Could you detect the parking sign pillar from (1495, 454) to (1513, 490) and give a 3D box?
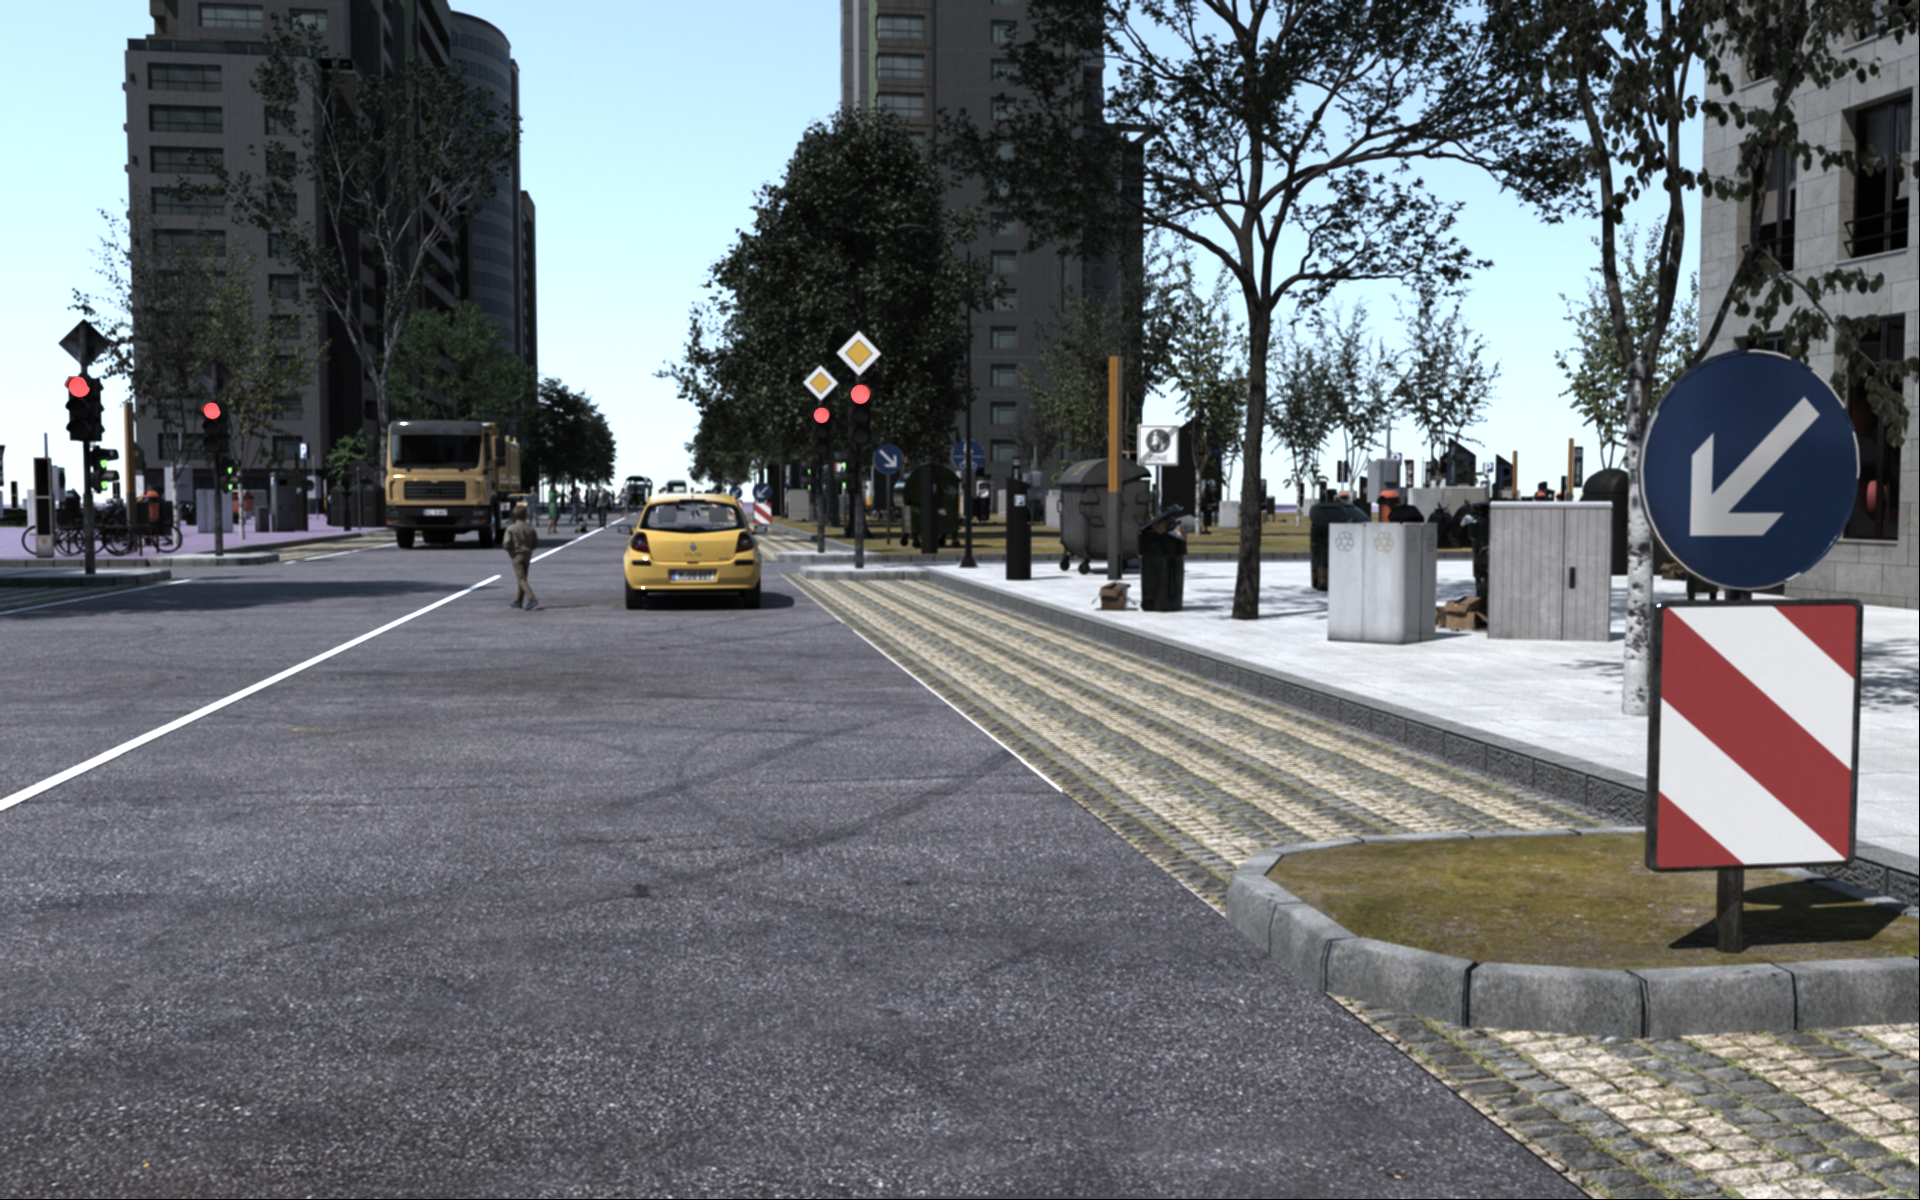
[{"bbox_3d":[36.465,-7.779,115.660,1.447,3.967,1.447,0,4,-1],"label":"parking sign pillar"}]

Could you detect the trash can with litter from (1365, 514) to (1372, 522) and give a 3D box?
[{"bbox_3d":[6.234,-0.934,26.654,0.624,1.170,1.055,-3,4,-39],"label":"trash can with litter"}]

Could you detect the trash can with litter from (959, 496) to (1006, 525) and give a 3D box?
[{"bbox_3d":[0.877,-3.705,71.635,2.233,1.210,1.678,3,4,39],"label":"trash can with litter"}]

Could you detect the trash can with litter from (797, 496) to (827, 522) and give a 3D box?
[{"bbox_3d":[-6.800,-4.281,81.054,2.233,1.210,1.678,-3,5,-39],"label":"trash can with litter"}]

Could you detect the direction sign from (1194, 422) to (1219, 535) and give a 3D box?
[{"bbox_3d":[7.825,-3.853,54.999,0.876,3.537,0.379,-2,4,-25],"label":"direction sign"}]

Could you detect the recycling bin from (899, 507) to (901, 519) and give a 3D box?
[{"bbox_3d":[-2.926,-4.808,91.160,0.722,1.027,0.722,0,4,-3],"label":"recycling bin"}]

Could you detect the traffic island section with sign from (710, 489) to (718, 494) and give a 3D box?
[{"bbox_3d":[-11.379,-4.787,86.902,1.989,1.847,2.006,-1,4,-9],"label":"traffic island section with sign"}]

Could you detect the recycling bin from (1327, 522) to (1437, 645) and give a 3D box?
[{"bbox_3d":[3.701,-0.160,15.175,0.722,1.027,0.722,3,5,39],"label":"recycling bin"}]

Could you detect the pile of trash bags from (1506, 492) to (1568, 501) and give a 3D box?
[{"bbox_3d":[24.599,-3.993,75.030,1.912,1.369,3.447,0,4,-3],"label":"pile of trash bags"}]

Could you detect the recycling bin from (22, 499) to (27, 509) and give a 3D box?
[{"bbox_3d":[-51.849,-5.137,96.549,0.722,1.027,0.722,-2,4,-26],"label":"recycling bin"}]

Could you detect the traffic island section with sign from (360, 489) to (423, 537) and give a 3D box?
[{"bbox_3d":[-19.032,-3.041,58.341,1.989,1.847,2.006,-1,4,-9],"label":"traffic island section with sign"}]

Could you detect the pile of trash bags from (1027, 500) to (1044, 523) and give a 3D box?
[{"bbox_3d":[3.975,-4.210,78.585,3.447,1.369,1.912,3,5,42],"label":"pile of trash bags"}]

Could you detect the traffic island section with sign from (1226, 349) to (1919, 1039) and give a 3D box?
[{"bbox_3d":[1.943,0.191,5.509,1.989,1.847,2.006,-1,4,-9],"label":"traffic island section with sign"}]

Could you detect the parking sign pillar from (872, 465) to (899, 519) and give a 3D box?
[{"bbox_3d":[-3.802,-6.163,89.242,1.447,3.967,1.447,-1,4,-12],"label":"parking sign pillar"}]

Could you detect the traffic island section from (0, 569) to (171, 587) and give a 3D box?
[{"bbox_3d":[-14.046,-0.346,27.938,2.009,0.180,2.903,-1,4,-9],"label":"traffic island section"}]

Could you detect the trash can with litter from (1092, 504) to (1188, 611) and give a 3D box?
[{"bbox_3d":[1.980,-0.468,19.046,1.055,1.170,0.624,1,4,12],"label":"trash can with litter"}]

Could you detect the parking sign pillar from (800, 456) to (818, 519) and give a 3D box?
[{"bbox_3d":[-7.621,-5.948,85.724,1.447,3.967,1.447,-1,4,-12],"label":"parking sign pillar"}]

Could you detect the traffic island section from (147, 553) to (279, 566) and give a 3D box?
[{"bbox_3d":[-15.336,-0.828,35.818,2.009,0.180,2.903,-1,4,-9],"label":"traffic island section"}]

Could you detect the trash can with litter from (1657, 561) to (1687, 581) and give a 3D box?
[{"bbox_3d":[10.770,-0.872,25.639,0.624,1.170,1.055,-1,4,-20],"label":"trash can with litter"}]

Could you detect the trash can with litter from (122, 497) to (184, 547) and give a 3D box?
[{"bbox_3d":[-20.071,-1.967,43.225,1.678,1.210,2.233,1,4,10],"label":"trash can with litter"}]

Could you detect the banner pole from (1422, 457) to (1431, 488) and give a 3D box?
[{"bbox_3d":[31.536,-7.778,117.186,0.863,3.779,0.401,0,3,0],"label":"banner pole"}]

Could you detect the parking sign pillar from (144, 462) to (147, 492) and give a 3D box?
[{"bbox_3d":[-49.341,-7.090,104.400,1.447,3.967,1.447,-2,4,-31],"label":"parking sign pillar"}]

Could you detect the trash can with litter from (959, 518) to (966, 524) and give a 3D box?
[{"bbox_3d":[-0.184,-3.815,73.761,1.055,1.170,0.624,2,4,32],"label":"trash can with litter"}]

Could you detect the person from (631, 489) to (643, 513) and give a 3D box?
[{"bbox_3d":[-24.107,-7.337,128.476,1.348,1.822,0.705,-2,4,-33],"label":"person"}]

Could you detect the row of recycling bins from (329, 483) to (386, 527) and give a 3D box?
[{"bbox_3d":[-23.622,-3.717,67.889,1.069,1.692,3.534,-3,5,-45],"label":"row of recycling bins"}]

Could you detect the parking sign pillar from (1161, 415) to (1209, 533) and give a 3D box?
[{"bbox_3d":[7.358,-4.231,57.652,1.447,3.967,1.447,0,4,0],"label":"parking sign pillar"}]

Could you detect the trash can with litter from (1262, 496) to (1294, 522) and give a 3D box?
[{"bbox_3d":[14.419,-4.185,79.484,1.678,1.210,2.233,-2,4,-29],"label":"trash can with litter"}]

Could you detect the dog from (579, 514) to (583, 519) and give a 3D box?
[{"bbox_3d":[-19.796,-4.257,89.791,0.748,0.427,0.550,-1,4,-10],"label":"dog"}]

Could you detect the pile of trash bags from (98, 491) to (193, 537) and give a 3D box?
[{"bbox_3d":[-25.058,-2.643,52.969,1.912,1.369,3.447,-3,4,-39],"label":"pile of trash bags"}]

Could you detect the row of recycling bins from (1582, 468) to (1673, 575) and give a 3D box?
[{"bbox_3d":[11.763,-1.255,27.634,3.534,1.692,1.069,0,3,0],"label":"row of recycling bins"}]

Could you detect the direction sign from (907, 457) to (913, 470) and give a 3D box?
[{"bbox_3d":[-2.865,-6.896,104.740,0.876,3.537,0.379,0,4,7],"label":"direction sign"}]

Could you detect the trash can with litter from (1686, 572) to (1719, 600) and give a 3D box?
[{"bbox_3d":[7.461,-0.349,16.761,2.233,1.210,1.678,-3,5,-44],"label":"trash can with litter"}]

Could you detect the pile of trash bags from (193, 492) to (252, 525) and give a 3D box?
[{"bbox_3d":[-31.325,-3.769,71.382,3.447,1.369,1.912,-1,4,-11],"label":"pile of trash bags"}]

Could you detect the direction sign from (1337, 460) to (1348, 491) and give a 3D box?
[{"bbox_3d":[25.811,-7.636,116.852,0.876,3.537,0.379,-2,4,-25],"label":"direction sign"}]

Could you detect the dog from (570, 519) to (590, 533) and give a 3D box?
[{"bbox_3d":[-14.055,-2.680,64.016,0.748,0.427,0.550,-1,4,-13],"label":"dog"}]

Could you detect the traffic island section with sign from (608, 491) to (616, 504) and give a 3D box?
[{"bbox_3d":[-49.201,-14.309,242.577,1.989,1.847,2.006,-1,4,-9],"label":"traffic island section with sign"}]

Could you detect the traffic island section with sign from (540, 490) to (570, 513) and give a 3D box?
[{"bbox_3d":[-31.412,-7.660,133.865,1.989,1.847,2.006,-1,4,-9],"label":"traffic island section with sign"}]

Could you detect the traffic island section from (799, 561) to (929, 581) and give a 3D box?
[{"bbox_3d":[-1.717,-0.469,29.944,2.009,0.180,2.903,-1,4,-9],"label":"traffic island section"}]

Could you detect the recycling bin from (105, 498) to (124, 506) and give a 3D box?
[{"bbox_3d":[-49.177,-5.395,100.766,0.722,1.027,0.722,0,4,7],"label":"recycling bin"}]

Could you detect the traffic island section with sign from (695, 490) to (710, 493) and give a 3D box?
[{"bbox_3d":[-23.858,-9.447,163.086,1.989,1.847,2.006,-1,4,-9],"label":"traffic island section with sign"}]

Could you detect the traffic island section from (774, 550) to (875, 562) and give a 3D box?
[{"bbox_3d":[-3.008,-0.951,37.824,2.009,0.180,2.903,-1,4,-9],"label":"traffic island section"}]

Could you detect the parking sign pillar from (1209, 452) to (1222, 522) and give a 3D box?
[{"bbox_3d":[11.596,-5.598,80.006,1.447,3.967,1.447,-1,4,-22],"label":"parking sign pillar"}]

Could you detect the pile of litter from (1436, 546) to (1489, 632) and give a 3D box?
[{"bbox_3d":[4.969,-0.176,16.850,1.176,0.858,1.719,2,4,26],"label":"pile of litter"}]

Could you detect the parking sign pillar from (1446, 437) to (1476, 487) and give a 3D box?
[{"bbox_3d":[23.502,-5.678,81.302,1.447,3.967,1.447,3,4,37],"label":"parking sign pillar"}]

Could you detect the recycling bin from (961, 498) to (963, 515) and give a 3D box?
[{"bbox_3d":[0.509,-5.628,104.580,0.722,1.027,0.722,-3,4,-37],"label":"recycling bin"}]

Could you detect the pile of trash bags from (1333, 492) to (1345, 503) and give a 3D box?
[{"bbox_3d":[21.187,-5.213,94.988,1.912,1.369,3.447,1,4,16],"label":"pile of trash bags"}]

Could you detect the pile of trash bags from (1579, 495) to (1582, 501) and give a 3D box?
[{"bbox_3d":[42.517,-6.650,118.484,3.447,1.369,1.912,2,4,32],"label":"pile of trash bags"}]

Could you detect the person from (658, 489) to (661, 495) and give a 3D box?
[{"bbox_3d":[-25.713,-8.551,148.310,1.348,1.824,0.705,2,4,35],"label":"person"}]

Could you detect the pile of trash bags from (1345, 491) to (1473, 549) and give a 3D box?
[{"bbox_3d":[11.297,-1.998,42.426,1.912,1.369,3.447,-1,4,-21],"label":"pile of trash bags"}]

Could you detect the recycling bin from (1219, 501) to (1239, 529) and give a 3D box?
[{"bbox_3d":[9.905,-3.133,63.780,0.722,1.027,0.722,0,4,7],"label":"recycling bin"}]

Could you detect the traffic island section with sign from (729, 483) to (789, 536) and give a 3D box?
[{"bbox_3d":[-7.026,-3.160,60.299,1.989,1.847,2.006,-1,4,-9],"label":"traffic island section with sign"}]

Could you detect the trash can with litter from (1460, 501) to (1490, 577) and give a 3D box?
[{"bbox_3d":[8.286,-0.936,26.683,1.055,1.170,0.624,-2,4,-28],"label":"trash can with litter"}]

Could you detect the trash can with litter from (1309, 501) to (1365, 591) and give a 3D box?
[{"bbox_3d":[5.031,-0.730,23.321,0.624,1.170,1.055,0,4,7],"label":"trash can with litter"}]

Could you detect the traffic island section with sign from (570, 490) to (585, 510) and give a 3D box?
[{"bbox_3d":[-35.776,-9.293,160.561,1.989,1.847,2.006,-1,4,-9],"label":"traffic island section with sign"}]

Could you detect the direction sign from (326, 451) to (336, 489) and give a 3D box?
[{"bbox_3d":[-33.535,-6.144,92.444,0.379,3.537,0.876,1,4,10],"label":"direction sign"}]

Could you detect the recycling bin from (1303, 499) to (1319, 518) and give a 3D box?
[{"bbox_3d":[19.106,-4.986,94.080,0.722,1.027,0.722,-1,4,-19],"label":"recycling bin"}]

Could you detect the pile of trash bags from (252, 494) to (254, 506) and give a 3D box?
[{"bbox_3d":[-36.257,-4.574,84.537,3.447,1.369,1.912,-3,4,-38],"label":"pile of trash bags"}]
